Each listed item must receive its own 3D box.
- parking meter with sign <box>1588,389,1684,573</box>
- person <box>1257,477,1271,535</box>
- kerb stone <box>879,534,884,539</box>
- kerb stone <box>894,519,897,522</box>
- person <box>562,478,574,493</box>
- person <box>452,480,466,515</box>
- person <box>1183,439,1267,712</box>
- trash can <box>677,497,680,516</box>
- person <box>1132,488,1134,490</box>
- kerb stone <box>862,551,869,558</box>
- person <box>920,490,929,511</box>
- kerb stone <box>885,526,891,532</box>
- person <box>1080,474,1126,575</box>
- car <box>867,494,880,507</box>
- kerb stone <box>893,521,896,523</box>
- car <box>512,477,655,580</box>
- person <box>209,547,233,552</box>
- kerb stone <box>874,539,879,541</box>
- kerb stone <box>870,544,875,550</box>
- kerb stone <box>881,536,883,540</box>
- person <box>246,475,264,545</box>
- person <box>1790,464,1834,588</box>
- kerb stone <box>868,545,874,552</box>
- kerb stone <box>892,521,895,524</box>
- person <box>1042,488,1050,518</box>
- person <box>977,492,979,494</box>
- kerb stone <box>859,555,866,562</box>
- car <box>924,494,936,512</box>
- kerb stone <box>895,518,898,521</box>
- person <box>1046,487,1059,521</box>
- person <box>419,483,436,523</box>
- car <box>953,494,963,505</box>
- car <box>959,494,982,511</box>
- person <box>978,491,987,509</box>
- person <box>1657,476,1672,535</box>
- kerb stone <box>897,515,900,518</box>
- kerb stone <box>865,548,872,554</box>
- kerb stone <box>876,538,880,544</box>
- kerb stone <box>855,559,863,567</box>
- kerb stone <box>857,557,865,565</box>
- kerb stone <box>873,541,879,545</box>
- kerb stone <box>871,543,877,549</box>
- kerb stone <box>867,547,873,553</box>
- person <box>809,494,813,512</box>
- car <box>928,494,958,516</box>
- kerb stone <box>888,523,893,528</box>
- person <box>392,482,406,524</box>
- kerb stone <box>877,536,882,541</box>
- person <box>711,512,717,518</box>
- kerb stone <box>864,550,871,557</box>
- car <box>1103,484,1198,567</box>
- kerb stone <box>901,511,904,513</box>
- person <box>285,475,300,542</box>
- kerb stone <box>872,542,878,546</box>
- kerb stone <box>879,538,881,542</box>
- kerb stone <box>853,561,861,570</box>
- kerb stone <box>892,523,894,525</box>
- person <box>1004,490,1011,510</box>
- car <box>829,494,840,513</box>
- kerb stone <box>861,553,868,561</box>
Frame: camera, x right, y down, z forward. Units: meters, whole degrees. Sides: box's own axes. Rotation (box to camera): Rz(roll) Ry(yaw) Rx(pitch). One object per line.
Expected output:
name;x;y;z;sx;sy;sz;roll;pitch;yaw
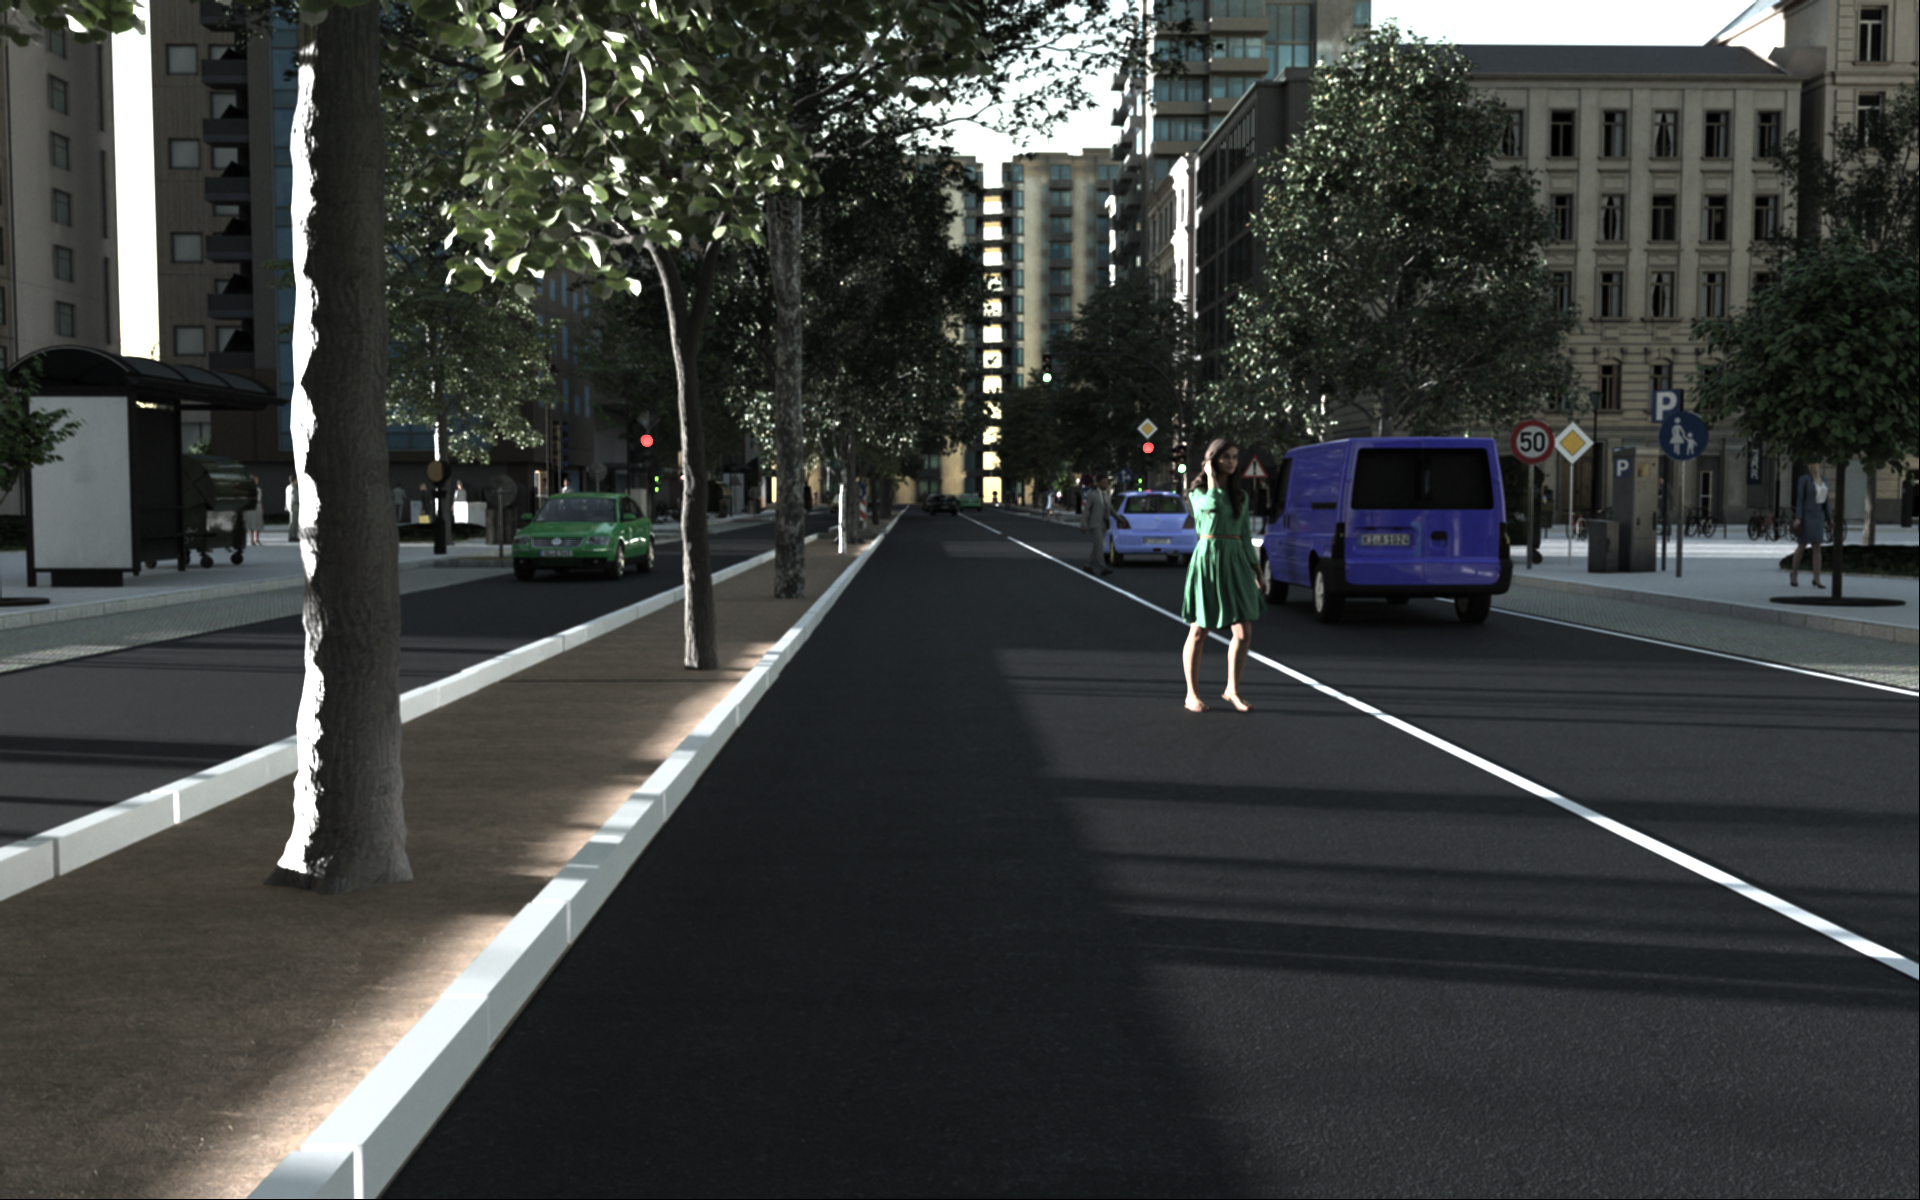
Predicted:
parking meter with sign;11.092;-1.973;28.514;1.738;3.016;0.543;-2;4;-32
person;9.718;-3.001;55.023;0.836;1.842;0.656;-2;4;-29
kerb stone;-2.426;-1.828;52.076;0.120;0.150;1.000;0;4;-1
kerb stone;-3.111;-3.552;80.295;0.120;0.150;1.000;0;4;-1
person;-12.515;-2.986;55.041;0.511;1.800;0.466;1;4;10
person;-16.172;-3.025;56.253;0.760;1.731;0.466;-1;4;-11
person;1.713;-0.163;11.413;0.600;1.795;0.529;-3;4;-37
trash can;-14.874;-4.988;93.210;0.748;1.137;0.748;0;3;0
person;12.962;-7.521;129.565;0.362;1.759;0.519;0;4;-7
kerb stone;-2.048;-0.887;36.702;0.120;0.150;1.000;0;4;-1
person;-2.903;-8.293;144.651;0.990;1.755;0.434;1;4;14
kerb stone;-2.735;-2.607;64.915;0.120;0.150;1.000;0;4;-1
person;2.470;-1.340;30.688;0.678;1.792;0.850;-3;5;-42
car;-9.370;-11.217;195.193;2.131;1.459;4.920;0;3;0
kerb stone;-3.013;-3.296;76.196;0.120;0.150;1.000;0;4;-1
car;-6.535;-1.316;30.318;1.959;1.807;4.718;0;3;0
person;-16.429;-1.951;38.215;0.573;1.790;0.520;1;4;20
kerb stone;-2.278;-1.452;45.938;0.120;0.150;1.000;0;4;-1
kerb stone;-2.178;-1.201;41.828;0.120;0.150;1.000;0;4;-1
kerb stone;-2.378;-1.702;50.031;0.120;0.150;1.000;0;4;-1
person;-17.645;-2.254;43.466;0.524;1.755;0.480;2;4;23
person;11.702;-1.086;23.817;0.581;1.822;0.654;0;4;3
kerb stone;-2.150;-1.137;40.806;0.120;0.150;1.000;0;4;-1
kerb stone;-2.967;-3.178;74.150;0.120;0.150;1.000;0;4;-1
person;5.120;-5.759;102.838;0.511;1.800;0.466;0;4;2
person;2.117;-11.751;202.096;0.593;1.643;0.415;3;4;38
kerb stone;-2.000;-0.762;34.659;0.120;0.150;1.000;0;4;-1
car;-1.800;-7.609;136.198;2.131;1.459;4.920;0;4;1
kerb stone;-3.192;-3.741;83.360;0.120;0.150;1.000;0;4;-1
person;4.776;-4.981;90.028;0.778;1.811;0.616;0;4;-3
person;-17.861;-3.050;58.578;0.699;1.804;1.509;1;4;21
car;-0.205;-11.662;202.463;2.131;1.459;4.920;0;4;-3
car;0.865;-8.307;144.621;1.959;1.807;4.718;0;4;-1
person;2.010;-9.605;166.059;1.217;1.766;0.721;-1;4;-19
person;21.938;-2.945;54.008;0.447;1.846;0.655;0;4;-5
kerb stone;-3.412;-4.304;92.583;0.120;0.150;1.000;0;4;-1
kerb stone;-2.105;-1.013;38.761;0.120;0.150;1.000;0;4;-1
kerb stone;-2.304;-1.515;46.966;0.120;0.150;1.000;0;4;-1
kerb stone;-1.954;-0.635;32.599;0.120;0.150;1.000;0;4;-1
kerb stone;-1.978;-0.700;33.634;0.120;0.150;1.000;0;4;-1
kerb stone;-2.249;-1.386;44.917;0.120;0.150;1.000;0;4;-1
kerb stone;-2.194;-1.263;42.850;0.120;0.150;1.000;0;4;-1
kerb stone;-2.127;-1.076;39.783;0.120;0.150;1.000;0;4;-1
person;-12.112;-7.873;140.480;0.557;1.426;1.065;1;4;14
car;-1.114;-6.545;116.789;2.009;1.686;4.222;0;4;-3
kerb stone;-2.863;-2.926;70.046;0.120;0.150;1.000;0;4;-1
person;-24.294;-4.201;74.931;0.606;1.804;0.583;-1;4;-21
kerb stone;-2.345;-1.639;49.009;0.120;0.150;1.000;0;4;-1
person;-13.477;-5.259;94.622;0.523;1.515;0.503;2;4;27
kerb stone;-2.077;-0.950;37.734;0.120;0.150;1.000;0;4;-1
car;3.796;-1.584;35.484;1.945;1.707;3.694;0;4;-1
kerb stone;-3.910;-5.558;113.075;0.120;0.150;1.000;0;4;-1
person;-17.922;-2.483;46.838;0.583;1.804;0.606;-3;5;-43
kerb stone;-2.223;-1.324;43.886;0.120;0.150;1.000;0;4;-1
kerb stone;-2.324;-1.572;47.988;0.120;0.150;1.000;0;4;-1
kerb stone;-1.927;-0.574;31.573;0.120;0.150;1.000;0;4;-1
kerb stone;-2.879;-2.987;71.074;0.120;0.150;1.000;0;4;-1
person;4.301;-9.089;157.635;0.617;1.759;0.750;1;4;16
car;-8.922;-7.429;131.692;2.015;1.641;3.980;0;4;0
kerb stone;-2.027;-0.824;35.681;0.120;0.150;1.000;0;4;-1
